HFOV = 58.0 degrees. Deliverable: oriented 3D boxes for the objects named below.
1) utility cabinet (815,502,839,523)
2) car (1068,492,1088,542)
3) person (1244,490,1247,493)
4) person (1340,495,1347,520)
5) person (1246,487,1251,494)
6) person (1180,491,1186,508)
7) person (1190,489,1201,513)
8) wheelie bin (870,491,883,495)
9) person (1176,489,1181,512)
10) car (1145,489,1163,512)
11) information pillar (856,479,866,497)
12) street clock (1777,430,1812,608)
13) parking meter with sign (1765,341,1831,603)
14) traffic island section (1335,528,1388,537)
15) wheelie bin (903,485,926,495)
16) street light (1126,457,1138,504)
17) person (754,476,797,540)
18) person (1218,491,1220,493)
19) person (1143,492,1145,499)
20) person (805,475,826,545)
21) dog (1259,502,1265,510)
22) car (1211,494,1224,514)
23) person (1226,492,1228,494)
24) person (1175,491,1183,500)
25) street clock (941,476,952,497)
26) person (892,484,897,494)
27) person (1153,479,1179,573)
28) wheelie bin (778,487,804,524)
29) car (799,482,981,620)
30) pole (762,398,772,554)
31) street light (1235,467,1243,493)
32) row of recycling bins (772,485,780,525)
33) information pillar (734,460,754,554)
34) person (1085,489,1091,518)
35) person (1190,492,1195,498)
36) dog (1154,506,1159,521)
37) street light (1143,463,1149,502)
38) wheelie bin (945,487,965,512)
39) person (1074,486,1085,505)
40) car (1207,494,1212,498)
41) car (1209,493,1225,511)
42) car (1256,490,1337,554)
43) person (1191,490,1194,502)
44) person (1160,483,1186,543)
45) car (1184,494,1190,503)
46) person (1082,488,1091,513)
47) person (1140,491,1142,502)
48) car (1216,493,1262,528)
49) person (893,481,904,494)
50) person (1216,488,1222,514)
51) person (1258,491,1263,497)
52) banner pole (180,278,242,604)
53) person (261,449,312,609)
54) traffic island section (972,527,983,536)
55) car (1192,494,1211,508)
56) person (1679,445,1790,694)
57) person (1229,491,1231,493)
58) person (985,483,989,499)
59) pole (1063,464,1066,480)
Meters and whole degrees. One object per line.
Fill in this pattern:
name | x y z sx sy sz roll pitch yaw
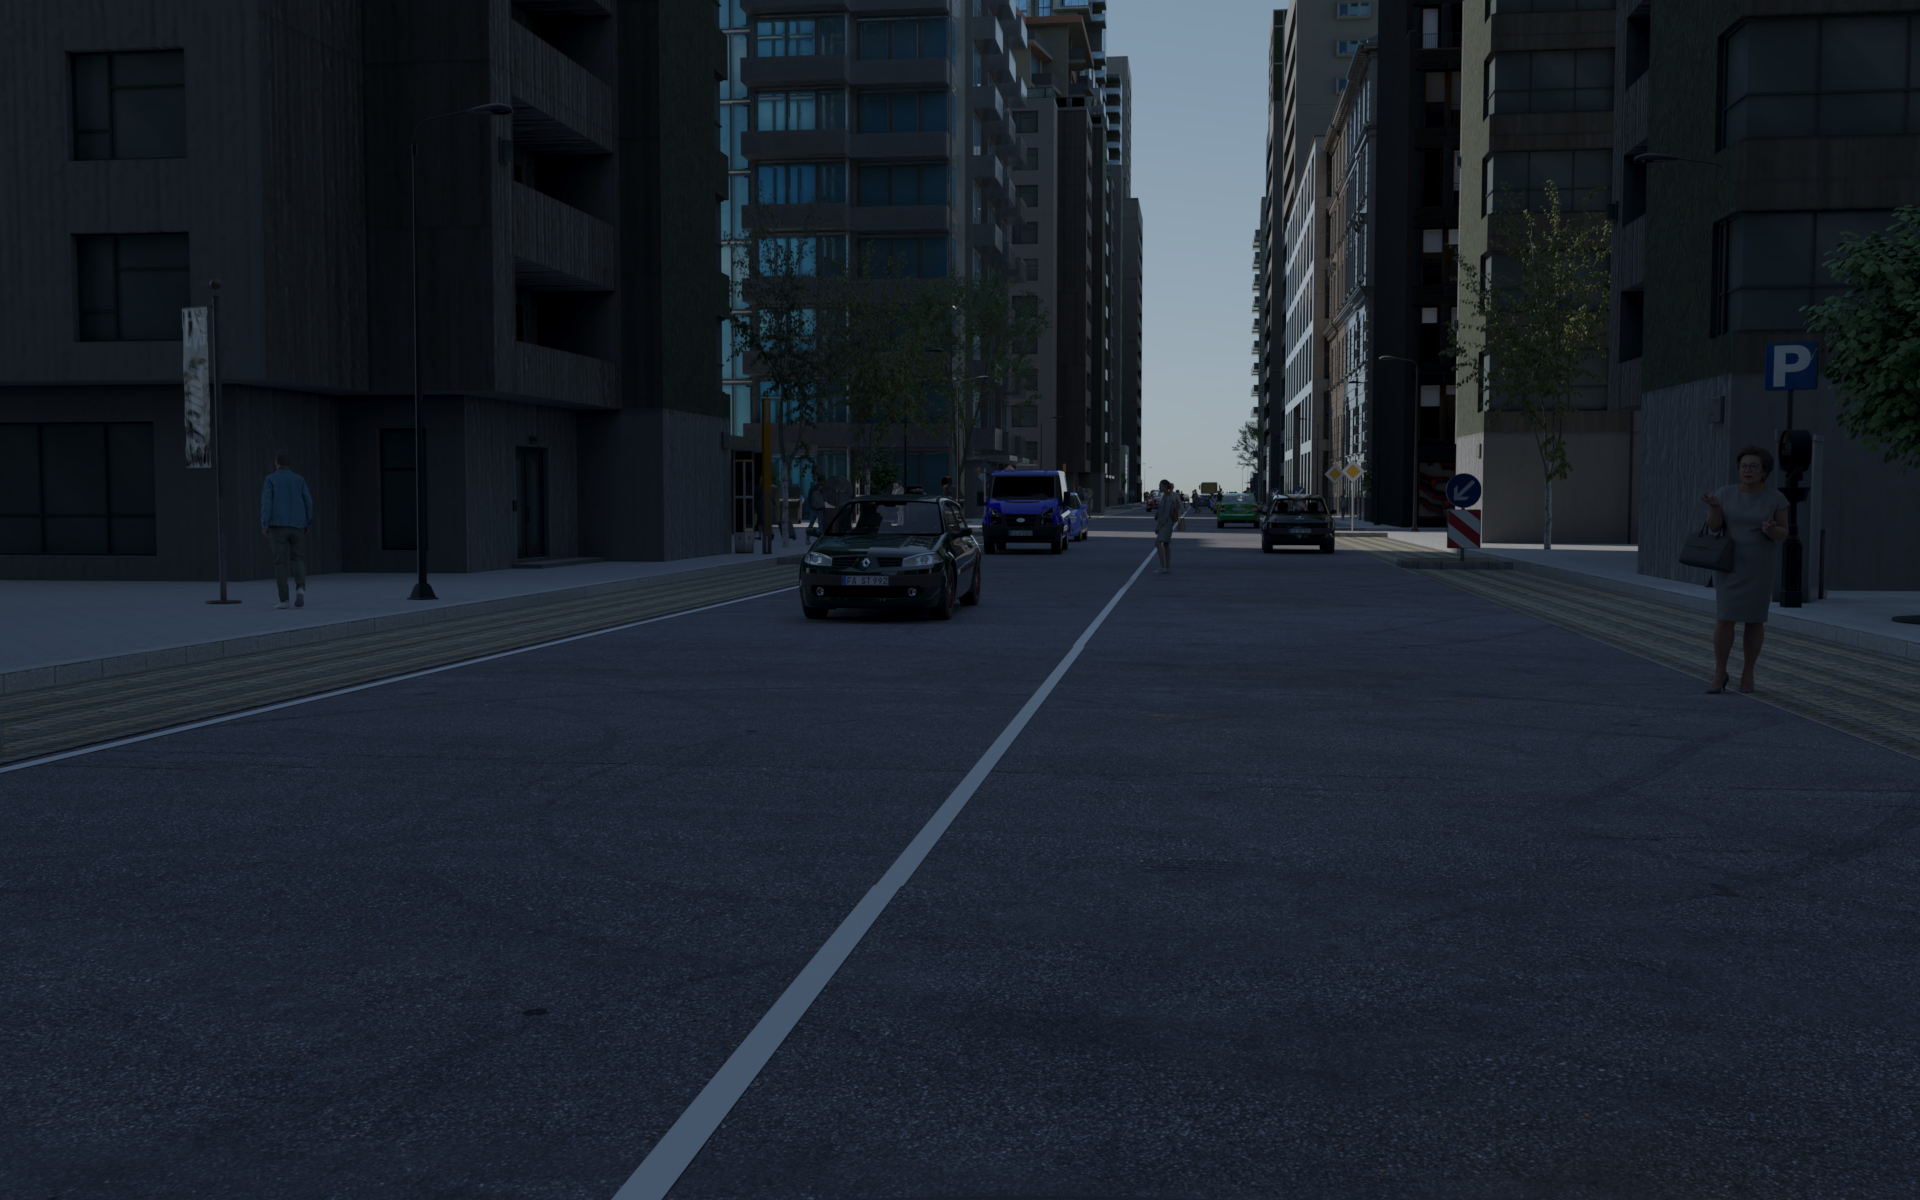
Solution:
utility cabinet | -5.891 -4.006 76.653 1.020 1.237 0.306 -1 4 -9
car | 3.000 -2.676 53.344 1.945 1.707 3.694 1 4 8
person | 29.843 -10.540 180.832 1.348 1.823 0.705 -3 4 -39
person | 18.710 -4.510 84.470 0.352 1.250 0.332 -3 5 -43
person | 16.474 -5.501 98.294 0.795 1.843 0.661 1 4 18
person | 22.963 -10.365 178.409 0.683 1.767 0.568 -1 4 -13
person | 17.684 -7.424 130.006 0.853 1.813 0.709 0 4 2
wheelie bin | -4.010 -4.522 81.844 0.980 1.594 0.693 -3 5 -39
person | 15.878 -7.231 127.083 0.716 1.782 0.532 0 4 -1
car | 16.113 -8.017 139.753 2.281 1.827 5.304 1 4 9
information pillar | -3.922 -3.917 68.532 0.304 2.012 0.304 -2 4 -27
street clock | 9.410 -0.917 19.560 0.358 2.002 0.471 1 4 9
parking meter with sign | 10.008 -1.489 20.605 0.543 3.016 1.738 2 4 35
traffic island section | 13.344 -2.229 58.728 2.009 0.180 2.903 0 4 8
wheelie bin | -1.600 -3.264 61.278 0.980 1.594 0.693 -2 4 -25
street light | 22.527 -15.558 226.913 1.470 5.913 1.316 0 4 8
person | -5.251 -2.568 48.246 0.699 1.804 1.509 -3 5 -39
person | 22.699 -8.727 151.848 0.621 1.740 0.551 -1 4 -16
person | 30.036 -16.812 282.395 0.415 1.643 0.593 1 4 22
person | -3.605 -2.293 43.880 0.623 1.781 0.721 1 4 16
dog | 23.303 -7.215 134.800 0.800 0.831 0.513 3 5 42
car | 19.265 -7.064 125.725 2.015 1.641 3.980 0 4 7
person | 34.870 -13.228 225.569 1.217 1.735 0.721 -3 5 -40
person | 19.294 -8.925 154.510 1.348 1.812 0.705 -1 4 -22
street clock | -0.548 -4.076 71.218 0.358 2.002 0.471 -3 5 -43
person | -2.784 -4.309 76.983 0.515 1.767 0.782 2 4 31
person | 3.732 -1.347 31.531 0.522 1.701 0.512 0 4 -5
wheelie bin | -7.124 -4.049 74.116 0.980 1.594 0.693 0 4 3
car | -0.778 -0.690 21.071 2.009 1.686 4.222 0 4 7
pole | -4.117 -2.631 36.860 0.158 3.312 0.155 0 3 0
street light | 48.186 -19.964 298.949 1.470 5.913 1.316 0 4 8
row of recycling bins | -8.659 -3.925 71.292 1.069 1.692 3.534 2 4 29
information pillar | -4.662 -2.012 37.381 0.304 2.012 0.304 2 4 35
person | 7.405 -5.601 101.082 0.522 1.701 0.512 2 4 31
person | 26.751 -11.542 197.226 0.705 1.821 1.348 -3 5 -41
dog | 10.802 -4.712 93.871 0.513 0.831 0.800 2 4 31
street light | 27.424 -17.731 262.438 1.470 5.913 1.316 0 4 8
wheelie bin | -0.270 -3.952 72.516 0.693 1.594 0.980 3 5 42
person | 5.559 -4.452 81.458 0.661 1.801 0.590 0 3 0
car | 28.596 -11.715 201.764 2.015 1.641 3.980 0 4 8
car | 22.428 -8.536 149.158 1.945 1.707 3.694 1 4 8
car | 8.398 -2.040 43.144 2.009 1.686 4.222 1 4 9
person | 27.464 -11.999 204.317 0.705 1.869 1.348 0 4 1
person | 6.223 -2.555 50.766 0.782 1.767 0.515 0 4 7
car | 36.330 -16.527 280.439 2.015 1.641 3.980 0 4 6
person | 7.033 -5.434 97.834 0.782 1.767 0.515 -1 4 -20
person | 28.125 -16.048 268.987 0.434 1.755 0.990 0 3 0
car | 11.848 -3.962 73.581 1.959 1.807 4.718 1 4 9
person | -2.430 -3.855 69.246 0.466 1.800 0.511 2 4 26
person | 18.166 -6.867 120.548 0.755 1.850 0.659 3 5 42
person | 40.425 -13.722 231.080 1.217 1.739 0.721 0 4 2
banner pole | -8.842 -1.854 20.335 0.863 3.779 0.401 2 4 31
person | -7.513 -0.792 19.342 0.601 1.785 0.444 -3 4 -37
traffic island section | 0.823 -2.335 60.464 2.009 0.180 2.903 0 4 8
car | 24.329 -9.914 174.088 2.014 1.417 4.499 1 4 9
person | 5.521 -0.216 12.387 0.716 1.782 0.532 2 4 27
person | 30.746 -11.522 197.617 1.217 1.736 0.721 0 4 -1
person | 1.292 -4.403 78.229 0.583 1.804 0.606 0 4 -3
pole | 7.056 -7.541 117.131 0.158 3.312 0.155 0 3 0
